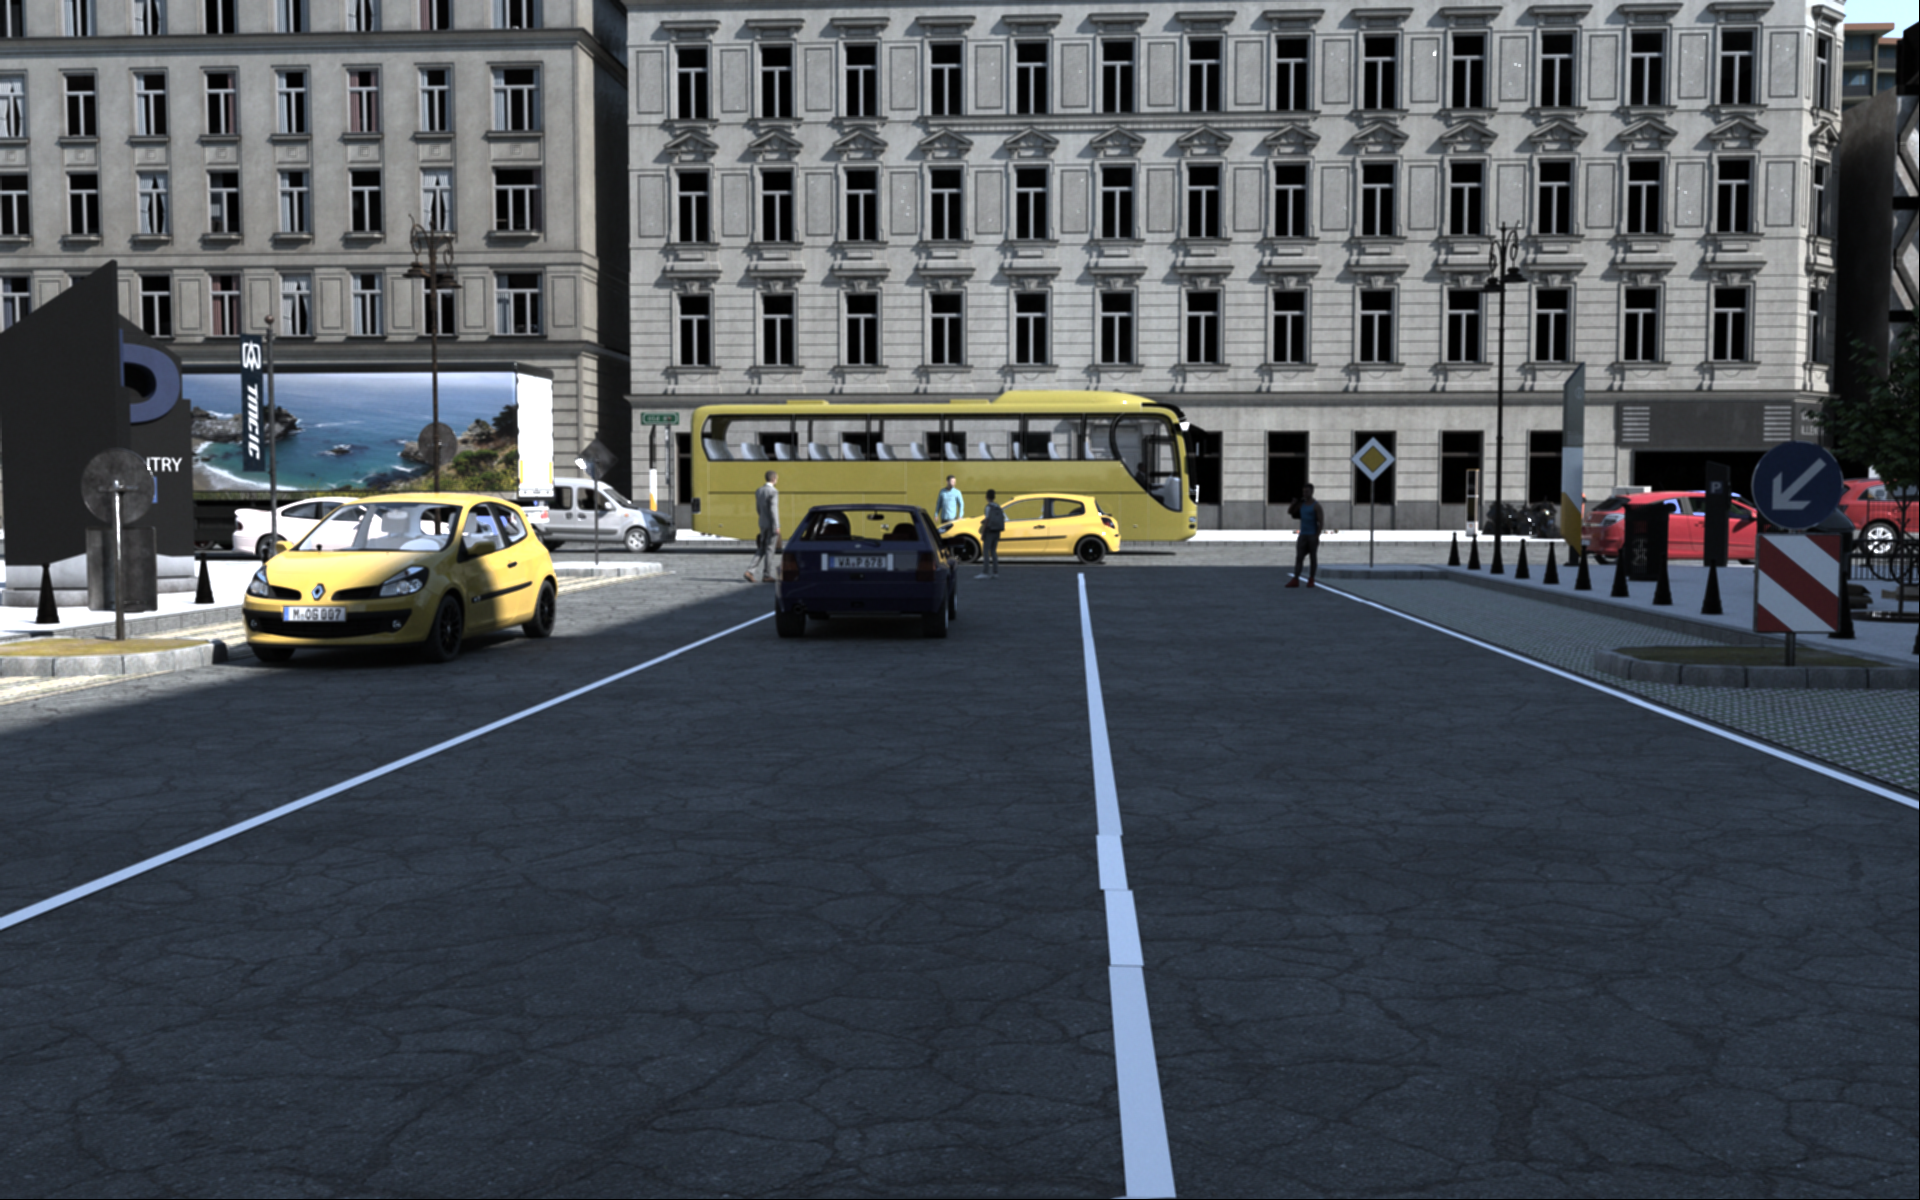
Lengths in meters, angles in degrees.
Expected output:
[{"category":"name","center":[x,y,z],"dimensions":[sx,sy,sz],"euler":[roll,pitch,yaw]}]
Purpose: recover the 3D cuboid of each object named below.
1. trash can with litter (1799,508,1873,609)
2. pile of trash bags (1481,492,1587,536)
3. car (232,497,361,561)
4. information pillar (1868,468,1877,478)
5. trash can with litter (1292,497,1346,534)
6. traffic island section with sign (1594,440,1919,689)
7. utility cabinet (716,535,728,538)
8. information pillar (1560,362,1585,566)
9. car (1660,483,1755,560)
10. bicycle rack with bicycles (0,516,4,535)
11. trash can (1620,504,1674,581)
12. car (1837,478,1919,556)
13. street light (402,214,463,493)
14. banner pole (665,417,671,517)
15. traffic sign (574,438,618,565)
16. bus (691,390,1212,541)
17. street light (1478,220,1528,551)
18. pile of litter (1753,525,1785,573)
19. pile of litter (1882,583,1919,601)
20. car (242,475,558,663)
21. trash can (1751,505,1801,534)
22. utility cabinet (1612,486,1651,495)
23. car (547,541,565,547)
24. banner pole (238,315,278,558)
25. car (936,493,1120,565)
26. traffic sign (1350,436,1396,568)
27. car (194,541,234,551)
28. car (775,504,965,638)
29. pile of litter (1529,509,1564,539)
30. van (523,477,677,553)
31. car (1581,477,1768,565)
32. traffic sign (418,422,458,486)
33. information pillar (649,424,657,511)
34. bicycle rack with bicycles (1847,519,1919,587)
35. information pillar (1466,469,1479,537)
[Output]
[{"category":"trash can with litter","center":[10.037,-0.511,19.736],"dimensions":[0.624,1.170,1.055],"euler":[0,4,-4]},{"category":"pile of trash bags","center":[17.860,-2.685,53.645],"dimensions":[1.912,1.369,3.447],"euler":[-2,4,-34]},{"category":"car","center":[-12.301,-1.402,35.288],"dimensions":[4.827,1.381,2.083],"euler":[0,4,5]},{"category":"information pillar","center":[26.815,-3.622,50.574],"dimensions":[0.504,3.616,0.183],"euler":[1,4,20]},{"category":"trash can with litter","center":[11.611,-2.738,55.818],"dimensions":[2.233,1.210,1.678],"euler":[-1,4,-21]},{"category":"traffic island section with sign","center":[6.143,-0.305,13.612],"dimensions":[1.989,1.847,2.006],"euler":[0,4,4]},{"category":"utility cabinet","center":[-6.939,-2.408,50.534],"dimensions":[0.306,1.237,1.020],"euler":[-1,4,-15]},{"category":"information pillar","center":[10.860,-2.405,30.678],"dimensions":[0.504,3.616,0.183],"euler":[-2,4,-32]},{"category":"car","center":[16.804,-1.761,38.386],"dimensions":[3.694,1.707,1.945],"euler":[0,4,2]},{"category":"bicycle rack with bicycles","center":[-29.611,-2.460,53.605],"dimensions":[2.852,0.926,2.925],"euler":[0,4,-1]},{"category":"trash can","center":[10.161,-0.856,25.651],"dimensions":[0.748,1.137,0.748],"euler":[0,3,0]},{"category":"car","center":[22.438,-1.934,40.294],"dimensions":[5.304,1.827,2.281],"euler":[0,4,2]},{"category":"street light","center":[-8.762,-3.433,28.919],"dimensions":[0.468,5.910,1.993],"euler":[0,4,4]},{"category":"banner pole","center":[-9.416,-4.031,55.922],"dimensions":[0.401,3.779,0.863],"euler":[0,4,3]},{"category":"traffic sign","center":[-6.530,-1.679,31.101],"dimensions":[0.795,2.450,0.064],"euler":[0,4,4]},{"category":"bus","center":[-0.204,-3.073,41.793],"dimensions":[12.252,3.916,2.896],"euler":[0,4,4]},{"category":"street light","center":[9.225,-3.472,29.563],"dimensions":[0.468,5.910,1.993],"euler":[0,4,4]},{"category":"pile of litter","center":[13.445,-0.848,27.830],"dimensions":[1.176,0.858,1.719],"euler":[1,4,10]},{"category":"pile of litter","center":[11.823,-0.415,20.757],"dimensions":[1.176,0.858,1.719],"euler":[0,4,6]},{"category":"car","center":[-5.072,-0.353,15.994],"dimensions":[2.015,1.641,3.980],"euler":[0,4,5]},{"category":"trash can","center":[10.667,-0.662,22.480],"dimensions":[0.748,1.137,0.748],"euler":[0,3,0]},{"category":"utility cabinet","center":[19.212,-2.505,49.629],"dimensions":[0.318,1.500,1.173],"euler":[-2,4,-26]},{"category":"car","center":[-12.255,-2.227,46.002],"dimensions":[3.694,1.707,1.945],"euler":[0,4,5]},{"category":"banner pole","center":[-9.719,-2.085,24.102],"dimensions":[0.401,3.779,0.863],"euler":[1,4,16]},{"category":"car","center":[1.327,-1.569,35.885],"dimensions":[3.980,1.641,2.015],"euler":[0,4,5]},{"category":"traffic sign","center":[7.185,-1.624,30.200],"dimensions":[0.795,2.450,0.064],"euler":[0,4,4]},{"category":"car","center":[-20.284,-2.118,44.408],"dimensions":[4.222,1.686,2.009],"euler":[0,4,2]},{"category":"car","center":[-0.933,-0.372,18.662],"dimensions":[1.945,1.354,3.894],"euler":[0,4,2]},{"category":"pile of litter","center":[17.066,-2.192,49.799],"dimensions":[1.176,0.858,1.719],"euler":[0,4,-5]},{"category":"van","center":[-9.102,-2.196,42.911],"dimensions":[4.112,2.044,2.013],"euler":[0,4,3]},{"category":"car","center":[14.166,-1.467,33.027],"dimensions":[4.494,1.783,2.155],"euler":[0,4,2]},{"category":"traffic sign","center":[-9.277,-1.874,30.742],"dimensions":[0.768,2.556,0.104],"euler":[1,4,12]},{"category":"information pillar","center":[-10.287,-4.081,58.072],"dimensions":[0.183,3.616,0.504],"euler":[0,4,6]},{"category":"bicycle rack with bicycles","center":[14.228,-0.693,24.708],"dimensions":[2.925,0.926,2.852],"euler":[0,4,3]},{"category":"information pillar","center":[15.330,-2.895,51.825],"dimensions":[0.304,2.012,0.304],"euler":[2,4,29]}]
